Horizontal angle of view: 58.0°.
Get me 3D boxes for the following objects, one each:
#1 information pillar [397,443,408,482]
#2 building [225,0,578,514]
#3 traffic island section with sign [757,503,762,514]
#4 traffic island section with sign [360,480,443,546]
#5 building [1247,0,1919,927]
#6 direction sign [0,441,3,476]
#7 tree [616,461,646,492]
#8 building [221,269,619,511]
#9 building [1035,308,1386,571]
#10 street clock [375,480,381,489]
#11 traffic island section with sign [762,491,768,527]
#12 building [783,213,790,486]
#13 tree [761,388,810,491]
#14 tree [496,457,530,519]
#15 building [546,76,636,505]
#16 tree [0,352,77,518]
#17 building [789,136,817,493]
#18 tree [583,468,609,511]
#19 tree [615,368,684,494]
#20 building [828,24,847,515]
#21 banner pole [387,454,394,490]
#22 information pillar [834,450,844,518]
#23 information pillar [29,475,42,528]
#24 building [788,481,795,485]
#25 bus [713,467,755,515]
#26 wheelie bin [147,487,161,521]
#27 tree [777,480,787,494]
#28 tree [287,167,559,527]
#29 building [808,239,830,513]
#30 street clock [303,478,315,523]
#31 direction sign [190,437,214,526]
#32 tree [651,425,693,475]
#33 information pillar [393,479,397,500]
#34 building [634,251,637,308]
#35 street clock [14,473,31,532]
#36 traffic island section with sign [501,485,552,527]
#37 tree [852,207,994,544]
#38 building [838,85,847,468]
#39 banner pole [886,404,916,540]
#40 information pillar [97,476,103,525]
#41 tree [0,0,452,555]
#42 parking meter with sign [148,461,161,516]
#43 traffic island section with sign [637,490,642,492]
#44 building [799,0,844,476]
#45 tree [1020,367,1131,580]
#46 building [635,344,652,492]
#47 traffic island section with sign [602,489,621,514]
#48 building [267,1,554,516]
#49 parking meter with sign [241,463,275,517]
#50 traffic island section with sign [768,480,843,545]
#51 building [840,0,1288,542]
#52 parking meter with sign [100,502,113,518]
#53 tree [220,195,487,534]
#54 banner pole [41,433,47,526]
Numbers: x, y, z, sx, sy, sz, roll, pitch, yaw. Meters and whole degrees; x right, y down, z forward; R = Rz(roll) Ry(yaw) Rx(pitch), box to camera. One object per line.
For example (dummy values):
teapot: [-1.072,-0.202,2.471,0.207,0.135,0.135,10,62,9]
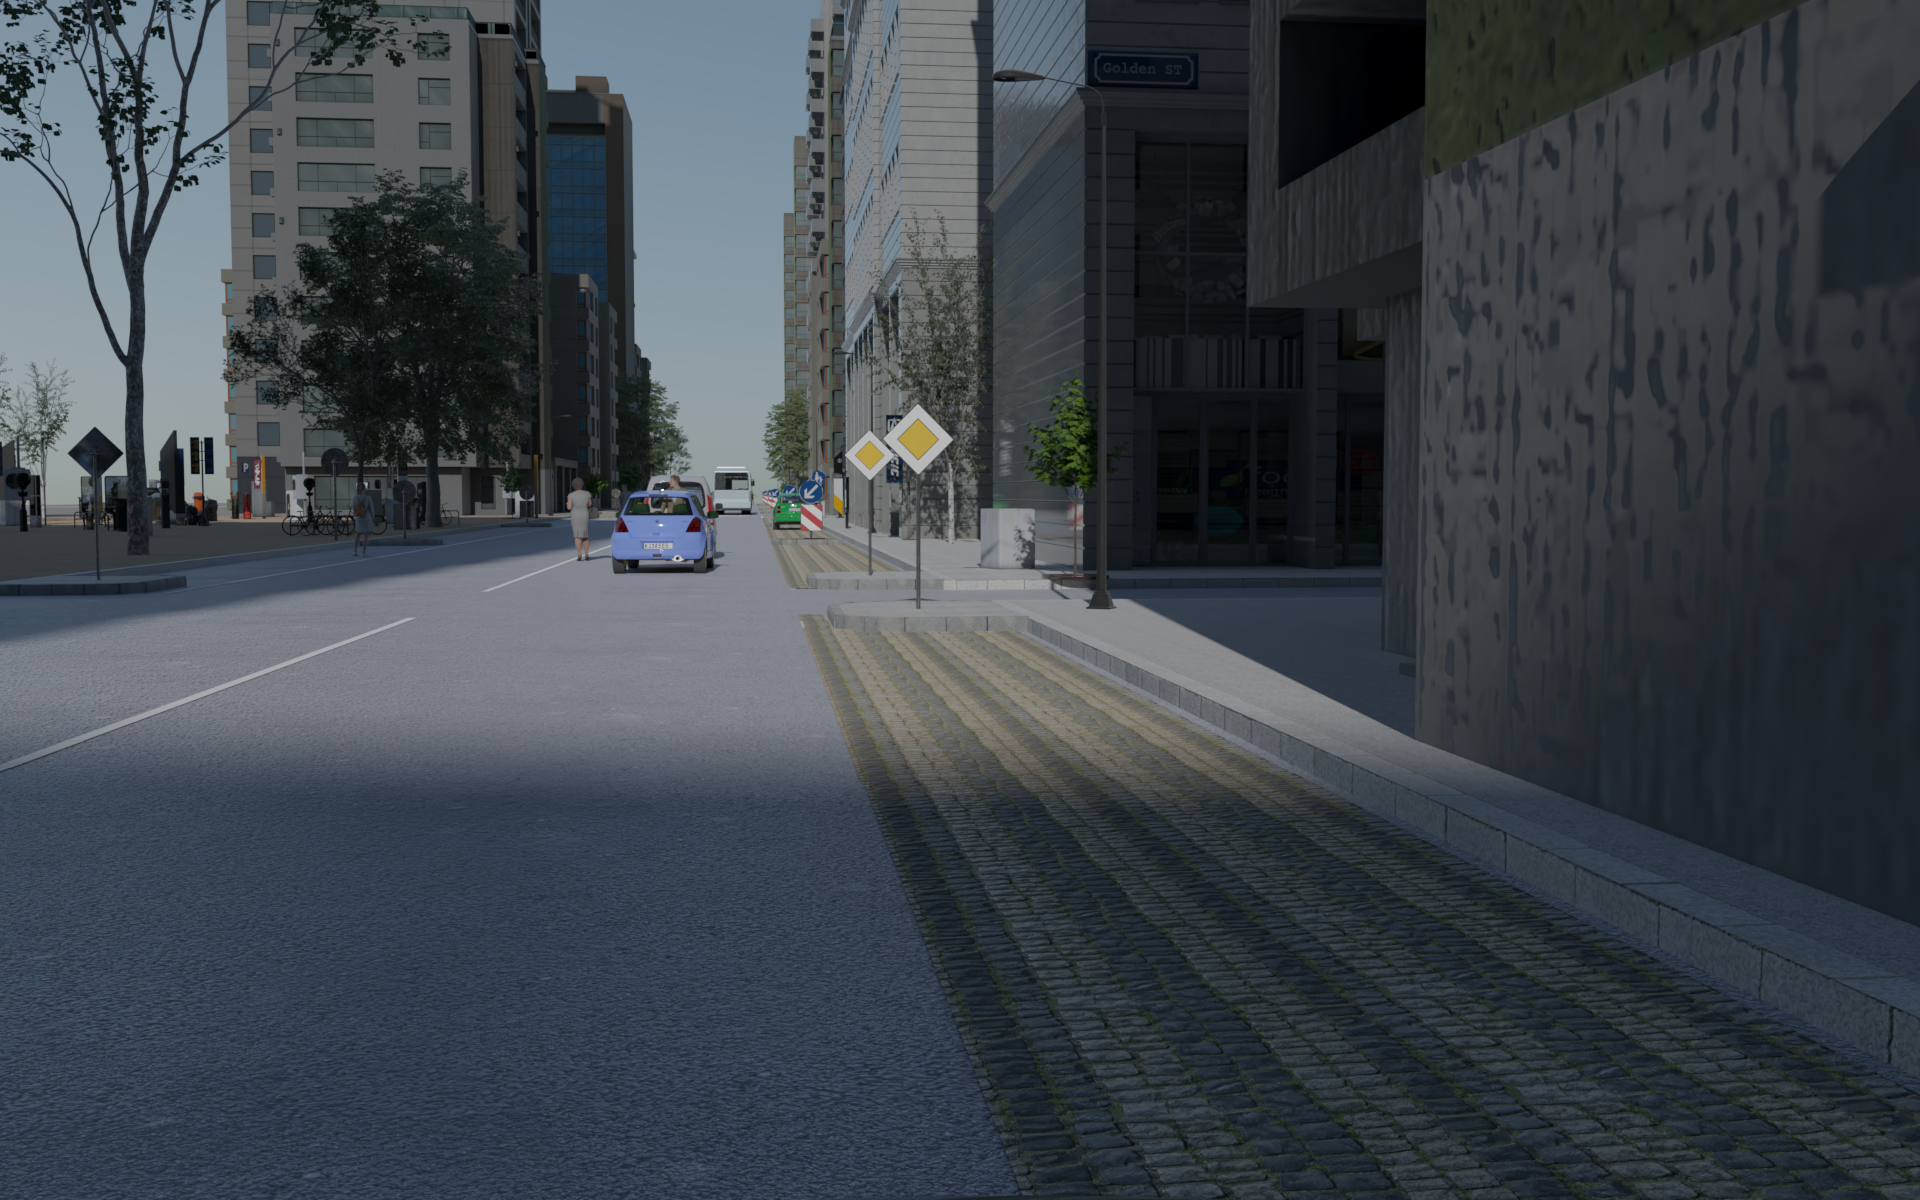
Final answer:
information pillar: [-25.323,-5.338,78.632,0.183,3.616,0.504,3,5,42]
building: [-38.373,-41.857,122.614,20.563,71.187,20.611,0,4,-7]
traffic island section with sign: [-13.556,-7.180,126.020,1.989,1.847,2.006,0,4,-7]
traffic island section with sign: [-15.637,-2.448,48.645,1.989,1.847,2.006,0,4,-7]
building: [9.094,-14.637,11.020,14.160,30.474,14.107,0,4,-7]
direction sign: [-41.174,-5.022,74.101,0.379,3.537,0.876,0,4,-2]
tree: [-32.191,-11.272,168.004,4.285,4.588,4.351,0,3,0]
building: [-44.629,-18.599,149.132,27.650,21.520,28.899,0,4,-7]
building: [16.035,-15.760,35.175,29.804,29.767,11.434,0,4,-7]
street clock: [-29.142,-5.026,86.742,0.358,2.002,0.471,-1,4,-8]
traffic island section with sign: [-7.577,-4.125,76.071,1.989,1.847,2.006,0,4,-7]
building: [-18.775,-34.893,254.095,14.154,41.232,14.086,0,4,-7]
tree: [-17.689,-16.353,185.504,7.486,12.596,7.792,0,3,0]
tree: [-23.256,-5.831,89.937,1.663,3.219,1.824,0,3,0]
building: [-43.126,-32.995,189.586,14.600,45.320,14.200,0,4,-7]
tree: [-49.580,-8.730,93.093,4.360,8.622,3.978,0,3,0]
building: [-12.245,-31.669,201.387,14.154,41.232,14.086,0,4,-7]
tree: [-27.649,-8.441,132.617,1.663,3.219,1.824,0,3,0]
tree: [-33.059,-16.434,175.353,9.857,13.997,8.962,0,3,0]
building: [-1.491,-20.767,111.247,14.160,30.474,14.107,0,4,-7]
banner pole: [-29.899,-6.176,90.999,0.401,3.779,0.863,1,4,9]
information pillar: [-6.503,-6.203,92.776,0.504,3.616,0.183,0,4,6]
information pillar: [-35.438,-3.784,66.359,0.304,2.012,0.304,0,4,6]
building: [-7.251,-33.288,236.132,32.217,40.220,23.993,0,4,-7]
bus: [-16.141,-7.863,123.423,2.948,3.499,13.247,0,4,-6]
wheelie bin: [-37.920,-4.491,81.330,0.980,1.594,0.693,0,3,0]
tree: [-22.456,-13.762,219.614,1.663,3.219,1.824,0,3,0]
tree: [-20.472,-9.782,66.583,9.857,13.997,8.962,0,3,0]
building: [2.626,-17.651,133.627,27.650,21.520,28.899,0,4,-7]
street clock: [-29.134,-4.466,77.591,0.358,2.002,0.471,3,4,37]
direction sign: [-30.093,-4.699,68.820,0.876,3.537,0.379,-1,4,-8]
tree: [-43.718,-20.370,258.810,9.928,11.665,9.643,0,3,0]
information pillar: [-27.137,-4.831,83.486,0.304,2.012,0.304,-1,4,-10]
building: [-57.426,-33.360,237.320,32.217,40.220,23.993,0,4,-7]
street clock: [-31.813,-3.317,58.803,0.358,2.002,0.471,2,4,35]
traffic island section with sign: [-18.848,-4.084,75.409,1.989,1.847,2.006,0,4,-7]
tree: [-0.368,-5.725,43.972,4.360,8.622,3.978,0,3,0]
building: [1.362,-18.192,90.939,14.314,27.812,24.014,0,4,-7]
banner pole: [-1.657,-3.556,48.150,0.863,3.779,0.401,0,4,-2]
information pillar: [-35.778,-4.925,71.881,0.183,3.616,0.504,0,4,1]
tree: [-17.514,-11.105,37.464,12.611,20.169,13.585,0,3,0]
parking meter with sign: [-42.332,-5.806,91.192,1.738,3.016,0.543,2,4,35]
traffic island section with sign: [-28.022,-8.770,152.010,1.989,1.847,2.006,0,4,-7]
building: [-3.020,-33.196,162.365,23.786,49.044,30.456,0,4,-7]
tree: [1.871,-1.942,26.350,1.663,3.219,1.824,0,3,0]
building: [-52.546,-22.434,211.830,27.650,21.520,28.899,0,4,-7]
traffic island section with sign: [-24.792,-7.121,125.057,1.989,1.847,2.006,0,4,-7]
building: [-33.133,-20.476,106.483,14.160,30.474,14.107,0,4,-7]
parking meter with sign: [-39.001,-6.122,96.358,1.738,3.016,0.543,1,4,12]
traffic island section with sign: [-4.367,-2.488,49.307,1.989,1.847,2.006,0,4,-7]
building: [1.930,-17.509,63.766,11.434,29.767,29.804,0,4,-7]
parking meter with sign: [-45.389,-5.919,93.030,1.738,3.016,0.543,-3,4,-38]
tree: [-19.220,-7.370,54.906,8.767,10.594,7.601,-1,4,-11]
banner pole: [-37.272,-4.924,70.531,0.401,3.779,0.863,-2,4,-34]
